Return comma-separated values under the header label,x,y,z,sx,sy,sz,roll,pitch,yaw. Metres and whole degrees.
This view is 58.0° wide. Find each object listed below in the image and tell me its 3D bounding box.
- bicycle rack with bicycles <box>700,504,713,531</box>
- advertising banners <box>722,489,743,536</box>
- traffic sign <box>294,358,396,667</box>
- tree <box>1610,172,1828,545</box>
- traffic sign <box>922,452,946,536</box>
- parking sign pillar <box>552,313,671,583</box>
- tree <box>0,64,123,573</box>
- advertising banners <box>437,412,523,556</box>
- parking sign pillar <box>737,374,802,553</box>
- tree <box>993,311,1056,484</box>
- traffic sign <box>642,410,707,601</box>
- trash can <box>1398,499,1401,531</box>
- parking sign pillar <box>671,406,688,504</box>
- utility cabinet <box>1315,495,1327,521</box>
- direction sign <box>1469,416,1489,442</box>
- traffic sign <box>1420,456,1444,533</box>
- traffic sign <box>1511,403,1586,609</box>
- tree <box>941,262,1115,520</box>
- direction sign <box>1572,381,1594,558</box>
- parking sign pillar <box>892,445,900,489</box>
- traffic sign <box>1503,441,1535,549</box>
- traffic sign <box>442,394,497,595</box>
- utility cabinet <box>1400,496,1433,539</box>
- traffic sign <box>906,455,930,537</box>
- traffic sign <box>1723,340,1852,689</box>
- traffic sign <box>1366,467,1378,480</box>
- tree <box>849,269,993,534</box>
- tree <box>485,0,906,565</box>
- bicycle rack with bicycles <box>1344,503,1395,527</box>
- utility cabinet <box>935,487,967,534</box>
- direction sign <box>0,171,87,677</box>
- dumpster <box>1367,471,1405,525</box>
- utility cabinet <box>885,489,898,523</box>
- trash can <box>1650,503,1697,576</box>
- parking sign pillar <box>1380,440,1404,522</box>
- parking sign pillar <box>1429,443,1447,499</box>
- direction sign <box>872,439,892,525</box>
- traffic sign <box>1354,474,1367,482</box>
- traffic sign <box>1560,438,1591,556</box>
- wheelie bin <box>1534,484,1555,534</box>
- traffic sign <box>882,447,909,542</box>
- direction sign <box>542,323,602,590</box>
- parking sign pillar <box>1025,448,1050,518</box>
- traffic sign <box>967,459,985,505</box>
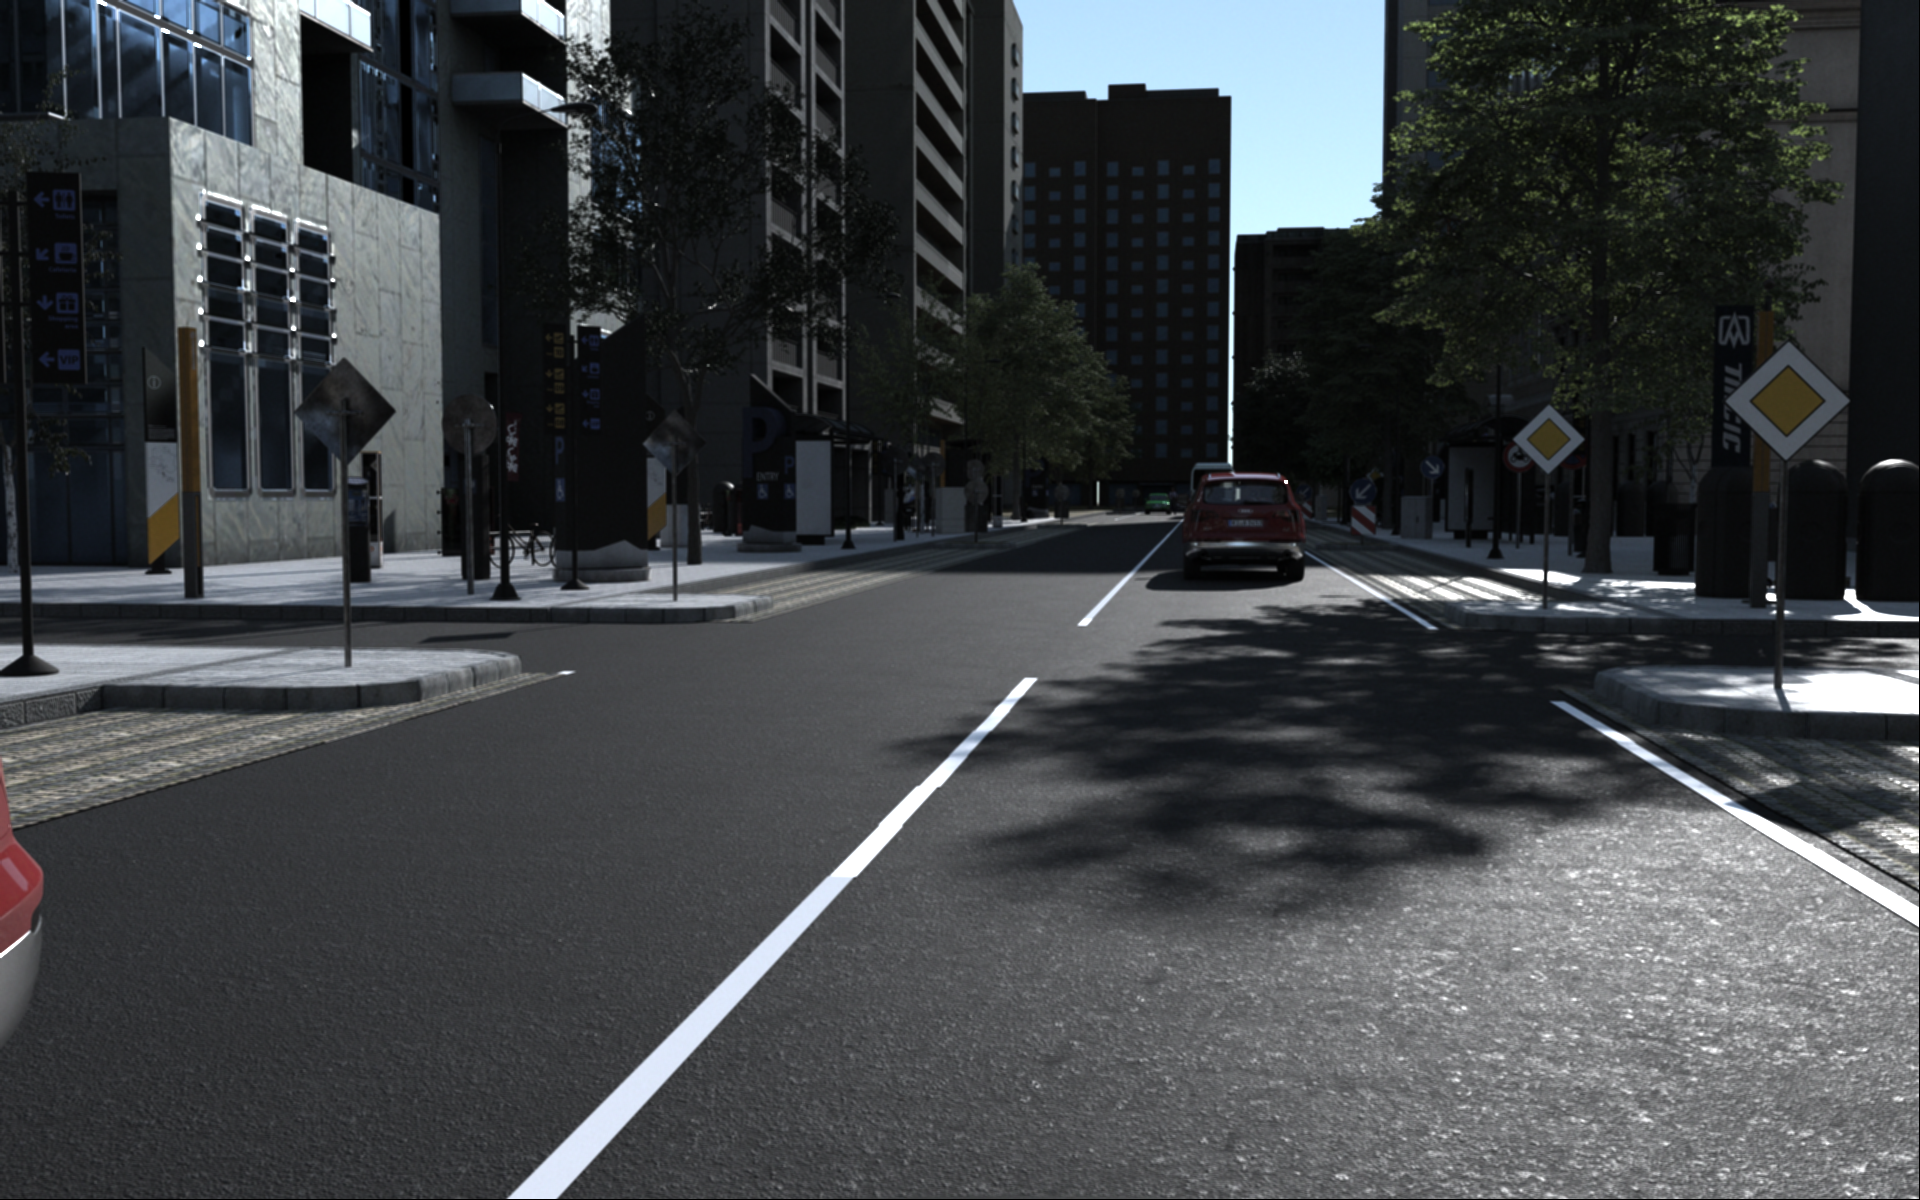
label,x,y,z,sx,sy,sz,roll,pitch,yaw
bicycle rack with bicycles,-9.839,-2.985,62.184,2.852,0.926,2.925,1,4,9
advertising banners,-6.829,-3.495,53.338,0.090,3.025,2.074,1,4,19
traffic sign,-4.543,-0.561,12.808,0.795,2.450,0.064,0,4,8
tree,17.270,-5.424,39.042,4.737,8.622,4.395,0,3,0
traffic sign,-0.820,-3.200,52.433,0.768,2.556,0.104,1,4,14
parking sign pillar,-5.316,-2.272,25.624,1.447,3.967,1.447,-3,4,-36
tree,-15.383,-4.726,27.629,4.360,8.622,3.978,0,3,0
advertising banners,-10.031,-2.455,36.329,0.090,3.025,2.074,3,5,42
parking sign pillar,-4.252,-3.061,38.514,1.447,3.967,1.447,3,5,39
tree,1.084,-7.240,68.741,4.737,8.622,4.395,0,3,0
traffic sign,-3.412,-1.044,20.713,0.795,2.450,0.064,0,4,8
trash can,14.234,-2.661,55.166,0.748,1.137,0.748,0,3,0
parking sign pillar,-8.486,-3.821,50.941,1.447,3.967,1.447,1,4,13
utility cabinet,17.498,-4.454,83.989,0.306,1.237,1.020,0,4,-7
direction sign,15.051,-3.568,50.329,0.876,3.537,0.379,-3,4,-37
traffic sign,15.694,-3.516,57.592,0.768,2.556,0.104,1,4,16
traffic sign,6.528,-0.956,19.276,0.795,2.450,0.064,0,4,8
tree,2.755,-10.180,84.572,7.486,12.596,7.792,0,3,0
direction sign,12.656,-2.624,34.904,0.876,3.537,0.379,-2,4,-28
parking sign pillar,-3.446,-6.427,93.550,1.447,3.967,1.447,0,4,-2
traffic sign,13.120,-2.481,40.672,0.768,2.556,0.104,1,4,8
traffic sign,-6.253,-1.343,22.057,0.768,2.556,0.104,1,4,13
utility cabinet,13.125,-2.364,49.820,0.306,1.237,1.020,-2,4,-29
traffic sign,-1.261,-3.058,51.180,0.795,2.450,0.064,1,4,17
traffic sign,5.398,-0.473,11.371,0.795,2.450,0.064,0,4,8
traffic sign,17.193,-4.315,71.741,0.795,2.450,0.064,1,4,10
tree,-1.458,-6.460,55.976,4.737,8.622,4.395,0,3,0
tree,-4.713,-5.944,31.590,8.767,10.594,7.601,1,4,17
bicycle rack with bicycles,16.673,-3.303,67.394,2.852,0.926,2.925,-1,4,-17
utility cabinet,-0.300,-2.874,55.672,0.318,1.500,1.173,3,5,43
direction sign,-6.636,-1.238,12.237,0.876,3.537,0.379,-1,4,-11
dumpster,17.091,-4.119,69.836,1.502,2.255,1.985,0,4,8
utility cabinet,-2.736,-4.147,76.476,1.173,1.500,0.318,2,4,25
trash can,11.298,-0.962,27.390,0.748,1.137,0.748,0,3,0
parking sign pillar,19.977,-5.557,79.325,1.447,3.967,1.447,0,4,0
parking sign pillar,24.961,-6.241,90.516,1.447,3.967,1.447,3,4,37
direction sign,-3.285,-4.819,70.792,0.876,3.537,0.379,3,5,43
traffic sign,21.383,-5.672,92.839,0.768,2.556,0.104,1,4,10
traffic sign,12.706,-2.195,35.998,0.768,2.556,0.104,1,4,11
wheelie bin,18.676,-2.904,55.389,0.980,1.594,0.693,1,4,23
traffic sign,-1.749,-2.843,46.588,0.768,2.556,0.104,1,4,17
direction sign,-5.188,-1.911,23.242,0.876,3.537,0.379,-3,5,-43
parking sign pillar,4.131,-6.434,93.673,1.447,3.967,1.447,2,4,26
traffic sign,0.512,-3.869,63.366,0.768,2.556,0.104,1,4,11
